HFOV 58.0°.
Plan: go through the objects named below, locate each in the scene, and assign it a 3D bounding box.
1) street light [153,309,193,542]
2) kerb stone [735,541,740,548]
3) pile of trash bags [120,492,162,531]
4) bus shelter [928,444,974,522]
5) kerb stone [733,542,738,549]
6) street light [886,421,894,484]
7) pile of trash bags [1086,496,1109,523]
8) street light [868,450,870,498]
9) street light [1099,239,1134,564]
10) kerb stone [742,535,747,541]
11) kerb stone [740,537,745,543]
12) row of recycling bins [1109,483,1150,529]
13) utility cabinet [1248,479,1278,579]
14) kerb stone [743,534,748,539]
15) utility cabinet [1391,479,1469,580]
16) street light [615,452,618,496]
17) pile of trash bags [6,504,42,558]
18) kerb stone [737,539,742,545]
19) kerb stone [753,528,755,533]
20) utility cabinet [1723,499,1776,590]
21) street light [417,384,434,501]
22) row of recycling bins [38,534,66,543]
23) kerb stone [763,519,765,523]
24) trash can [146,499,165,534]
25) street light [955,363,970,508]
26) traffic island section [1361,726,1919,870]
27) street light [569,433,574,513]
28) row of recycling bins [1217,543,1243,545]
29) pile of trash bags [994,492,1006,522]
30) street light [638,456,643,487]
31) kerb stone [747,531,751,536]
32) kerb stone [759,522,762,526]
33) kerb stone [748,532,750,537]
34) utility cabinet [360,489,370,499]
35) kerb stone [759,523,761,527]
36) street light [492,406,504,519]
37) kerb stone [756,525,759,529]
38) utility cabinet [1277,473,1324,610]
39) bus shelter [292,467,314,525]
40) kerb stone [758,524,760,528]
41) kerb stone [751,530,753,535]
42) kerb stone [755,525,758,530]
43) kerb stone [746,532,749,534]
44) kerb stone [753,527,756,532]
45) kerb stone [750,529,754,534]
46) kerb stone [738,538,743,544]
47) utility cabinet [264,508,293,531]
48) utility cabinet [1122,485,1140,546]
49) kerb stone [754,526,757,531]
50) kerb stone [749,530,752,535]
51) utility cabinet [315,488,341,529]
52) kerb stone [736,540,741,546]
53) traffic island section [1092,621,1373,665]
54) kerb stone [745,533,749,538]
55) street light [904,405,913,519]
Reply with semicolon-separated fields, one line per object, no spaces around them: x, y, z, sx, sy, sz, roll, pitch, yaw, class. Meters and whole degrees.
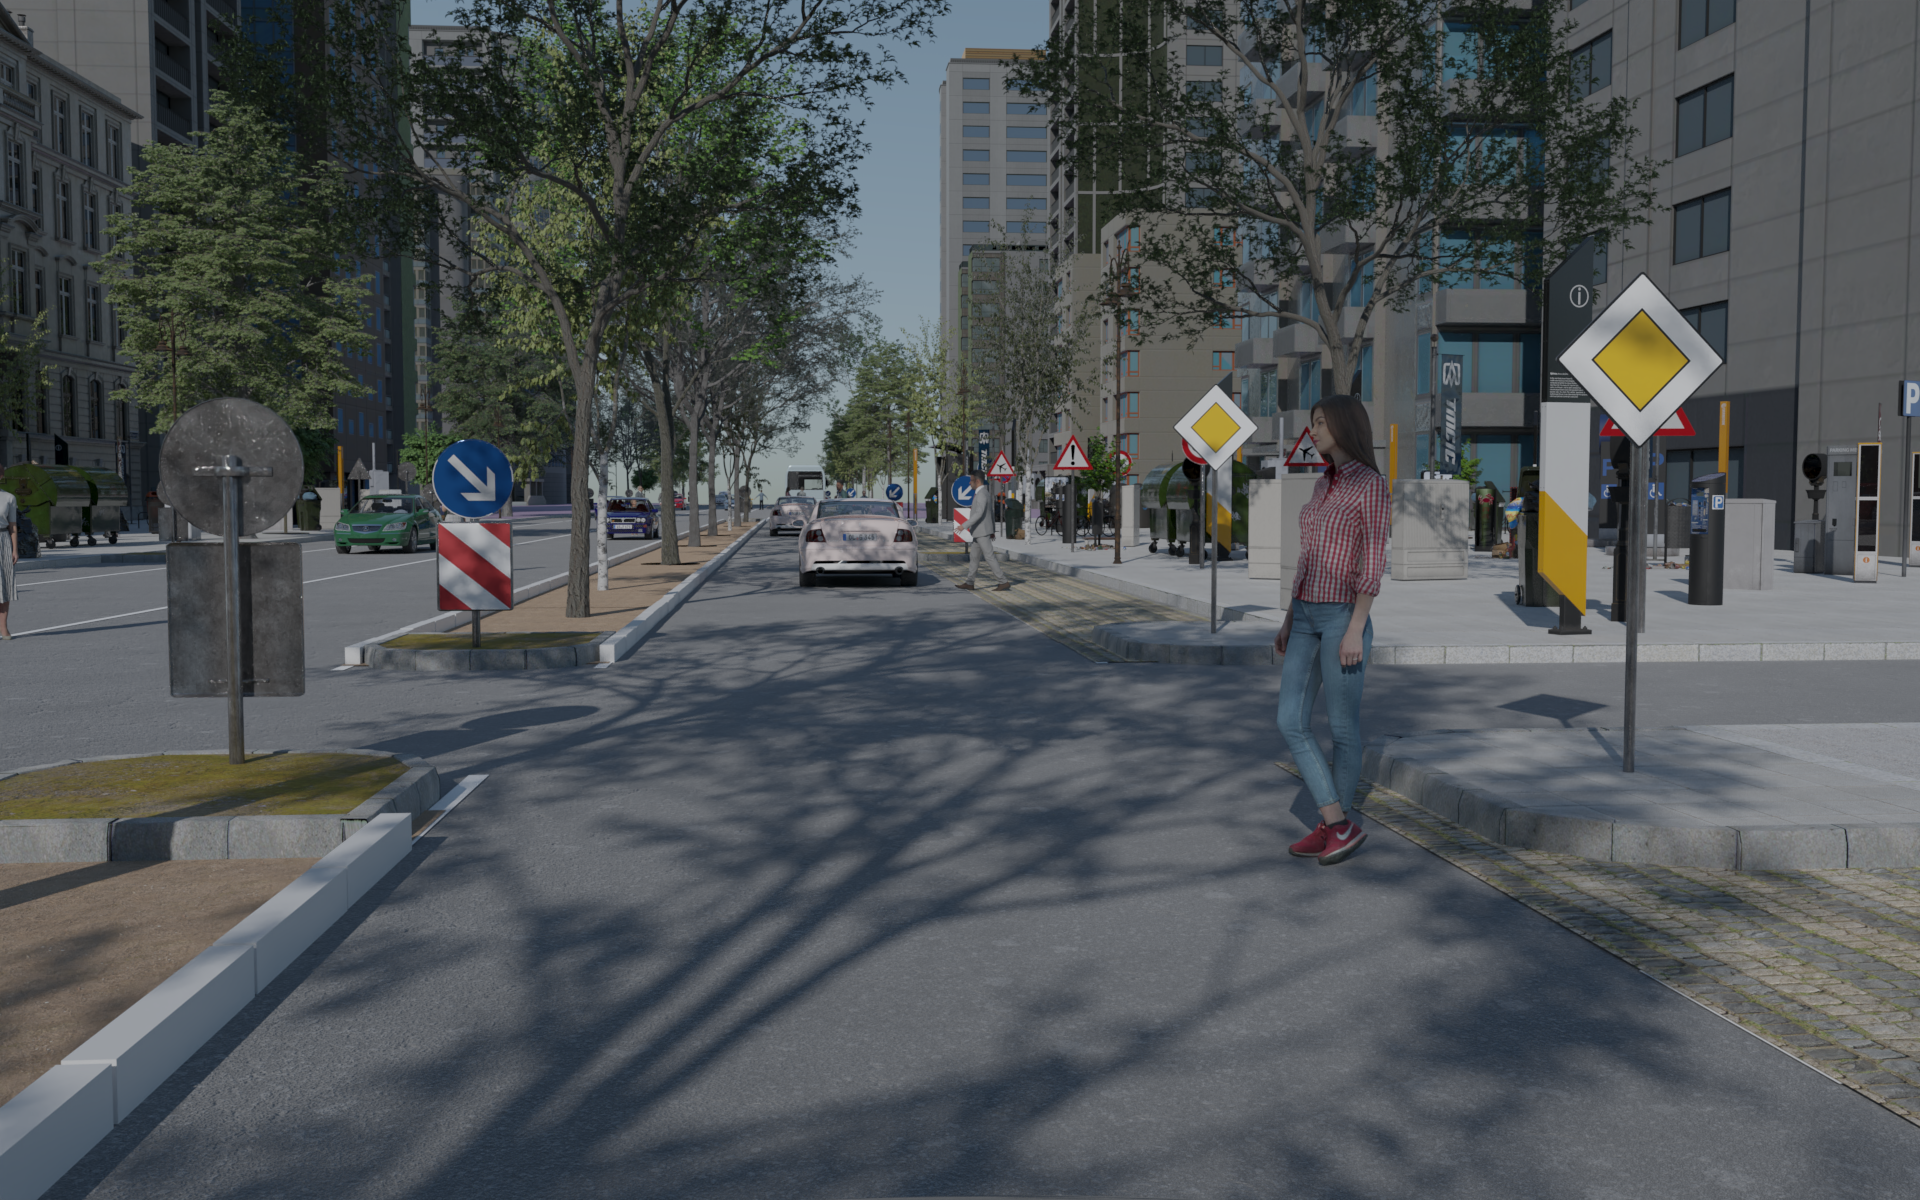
-19.664;-4.320;43.414;0.468;5.910;1.993;0;4;-5;street light
-5.835;-1.382;44.789;0.120;0.150;1.000;0;4;-5;kerb stone
-29.333;-3.066;59.877;3.447;1.369;1.912;-3;5;-41;pile of trash bags
-0.428;-5.601;82.864;1.731;3.624;6.357;0;4;-6;bus shelter
-5.750;-1.320;43.770;0.120;0.150;1.000;0;4;-5;kerb stone
-4.354;-8.270;107.997;0.468;5.910;1.993;0;4;-5;street light
6.844;-4.096;76.722;3.447;1.369;1.912;-1;4;-21;pile of trash bags
-7.225;-10.063;137.315;0.468;5.910;1.993;0;4;-5;street light
2.896;-3.601;31.670;0.468;5.910;1.993;0;4;-5;street light
-6.422;-1.756;50.904;0.120;0.150;1.000;0;4;-5;kerb stone
-6.222;-1.628;48.866;0.120;0.150;1.000;0;4;-5;kerb stone
7.077;-3.562;65.346;3.534;1.692;1.069;-2;4;-34;row of recycling bins
4.923;-1.051;25.864;1.173;1.500;0.318;2;4;29;utility cabinet
-6.515;-1.818;51.921;0.120;0.150;1.000;0;4;-5;kerb stone
7.005;-1.045;25.770;1.173;1.500;0.318;-1;4;-22;utility cabinet
-29.731;-10.825;149.768;0.468;5.910;1.993;0;4;-5;street light
-20.245;-1.515;34.517;3.447;1.369;1.912;-2;4;-26;pile of trash bags
-6.030;-1.506;46.823;0.120;0.150;1.000;0;4;-5;kerb stone
-7.386;-2.380;61.105;0.120;0.150;1.000;0;4;-5;kerb stone
10.522;-0.756;23.524;0.306;1.237;1.020;-2;4;-30;utility cabinet
-22.483;-6.129;72.992;0.468;5.910;1.993;0;4;-5;street light
-24.718;-2.324;45.107;1.069;1.692;3.534;1;4;14;row of recycling bins
-9.131;-3.499;79.458;0.120;0.150;1.000;0;4;-5;kerb stone
-25.683;-2.682;55.511;0.748;1.137;0.748;0;3;0;trash can
0.130;-5.384;60.823;0.468;5.910;1.993;0;4;-5;street light
3.107;0.873;8.012;2.009;0.180;2.903;0;4;-5;traffic island section
-26.948;-9.025;120.346;0.468;5.910;1.993;0;4;-5;street light
8.092;-2.226;43.505;3.534;1.692;1.069;1;4;13;row of recycling bins
2.079;-4.308;80.182;1.912;1.369;3.447;0;4;-7;pile of trash bags
-31.870;-12.261;173.262;0.468;5.910;1.993;0;4;-5;street light
-6.907;-2.067;55.993;0.120;0.150;1.000;0;4;-5;kerb stone
-8.451;-3.066;72.331;0.120;0.150;1.000;0;4;-5;kerb stone
-6.811;-2.005;54.974;0.120;0.150;1.000;0;4;-5;kerb stone
-27.953;-4.504;82.321;1.173;1.500;0.318;2;4;24;utility cabinet
-8.259;-2.940;70.276;0.120;0.150;1.000;0;4;-5;kerb stone
-24.161;-7.217;90.791;0.468;5.910;1.993;0;4;-5;street light
-7.868;-2.691;66.201;0.120;0.150;1.000;0;4;-5;kerb stone
3.795;-0.602;18.514;0.318;1.500;1.173;-1;4;-11;utility cabinet
-26.089;-4.589;66.311;1.731;3.624;6.357;0;4;-5;bus shelter
-8.058;-2.815;68.237;0.120;0.150;1.000;0;4;-5;kerb stone
-7.093;-2.192;58.039;0.120;0.150;1.000;0;4;-5;kerb stone
-7.770;-2.627;65.180;0.120;0.150;1.000;0;4;-5;kerb stone
-6.713;-1.943;53.957;0.120;0.150;1.000;0;4;-5;kerb stone
-7.484;-2.442;62.123;0.120;0.150;1.000;0;4;-5;kerb stone
-7.201;-2.253;59.059;0.120;0.150;1.000;0;4;-5;kerb stone
-6.128;-1.564;47.845;0.120;0.150;1.000;0;4;-5;kerb stone
-24.160;-3.063;61.246;1.020;1.237;0.306;-2;4;-27;utility cabinet
4.177;-2.068;42.488;0.318;1.500;1.173;1;4;13;utility cabinet
-7.583;-2.504;63.145;0.120;0.150;1.000;0;4;-5;kerb stone
-6.998;-2.128;57.019;0.120;0.150;1.000;0;4;-5;kerb stone
-23.102;-3.310;62.792;1.173;1.500;0.318;-3;5;-40;utility cabinet
-5.936;-1.443;45.806;0.120;0.150;1.000;0;4;-5;kerb stone
2.354;0.386;15.962;2.009;0.180;2.903;0;4;-5;traffic island section
-6.612;-1.876;52.940;0.120;0.150;1.000;0;4;-5;kerb stone
-2.691;-7.200;90.501;0.468;5.910;1.993;0;4;-5;street light
